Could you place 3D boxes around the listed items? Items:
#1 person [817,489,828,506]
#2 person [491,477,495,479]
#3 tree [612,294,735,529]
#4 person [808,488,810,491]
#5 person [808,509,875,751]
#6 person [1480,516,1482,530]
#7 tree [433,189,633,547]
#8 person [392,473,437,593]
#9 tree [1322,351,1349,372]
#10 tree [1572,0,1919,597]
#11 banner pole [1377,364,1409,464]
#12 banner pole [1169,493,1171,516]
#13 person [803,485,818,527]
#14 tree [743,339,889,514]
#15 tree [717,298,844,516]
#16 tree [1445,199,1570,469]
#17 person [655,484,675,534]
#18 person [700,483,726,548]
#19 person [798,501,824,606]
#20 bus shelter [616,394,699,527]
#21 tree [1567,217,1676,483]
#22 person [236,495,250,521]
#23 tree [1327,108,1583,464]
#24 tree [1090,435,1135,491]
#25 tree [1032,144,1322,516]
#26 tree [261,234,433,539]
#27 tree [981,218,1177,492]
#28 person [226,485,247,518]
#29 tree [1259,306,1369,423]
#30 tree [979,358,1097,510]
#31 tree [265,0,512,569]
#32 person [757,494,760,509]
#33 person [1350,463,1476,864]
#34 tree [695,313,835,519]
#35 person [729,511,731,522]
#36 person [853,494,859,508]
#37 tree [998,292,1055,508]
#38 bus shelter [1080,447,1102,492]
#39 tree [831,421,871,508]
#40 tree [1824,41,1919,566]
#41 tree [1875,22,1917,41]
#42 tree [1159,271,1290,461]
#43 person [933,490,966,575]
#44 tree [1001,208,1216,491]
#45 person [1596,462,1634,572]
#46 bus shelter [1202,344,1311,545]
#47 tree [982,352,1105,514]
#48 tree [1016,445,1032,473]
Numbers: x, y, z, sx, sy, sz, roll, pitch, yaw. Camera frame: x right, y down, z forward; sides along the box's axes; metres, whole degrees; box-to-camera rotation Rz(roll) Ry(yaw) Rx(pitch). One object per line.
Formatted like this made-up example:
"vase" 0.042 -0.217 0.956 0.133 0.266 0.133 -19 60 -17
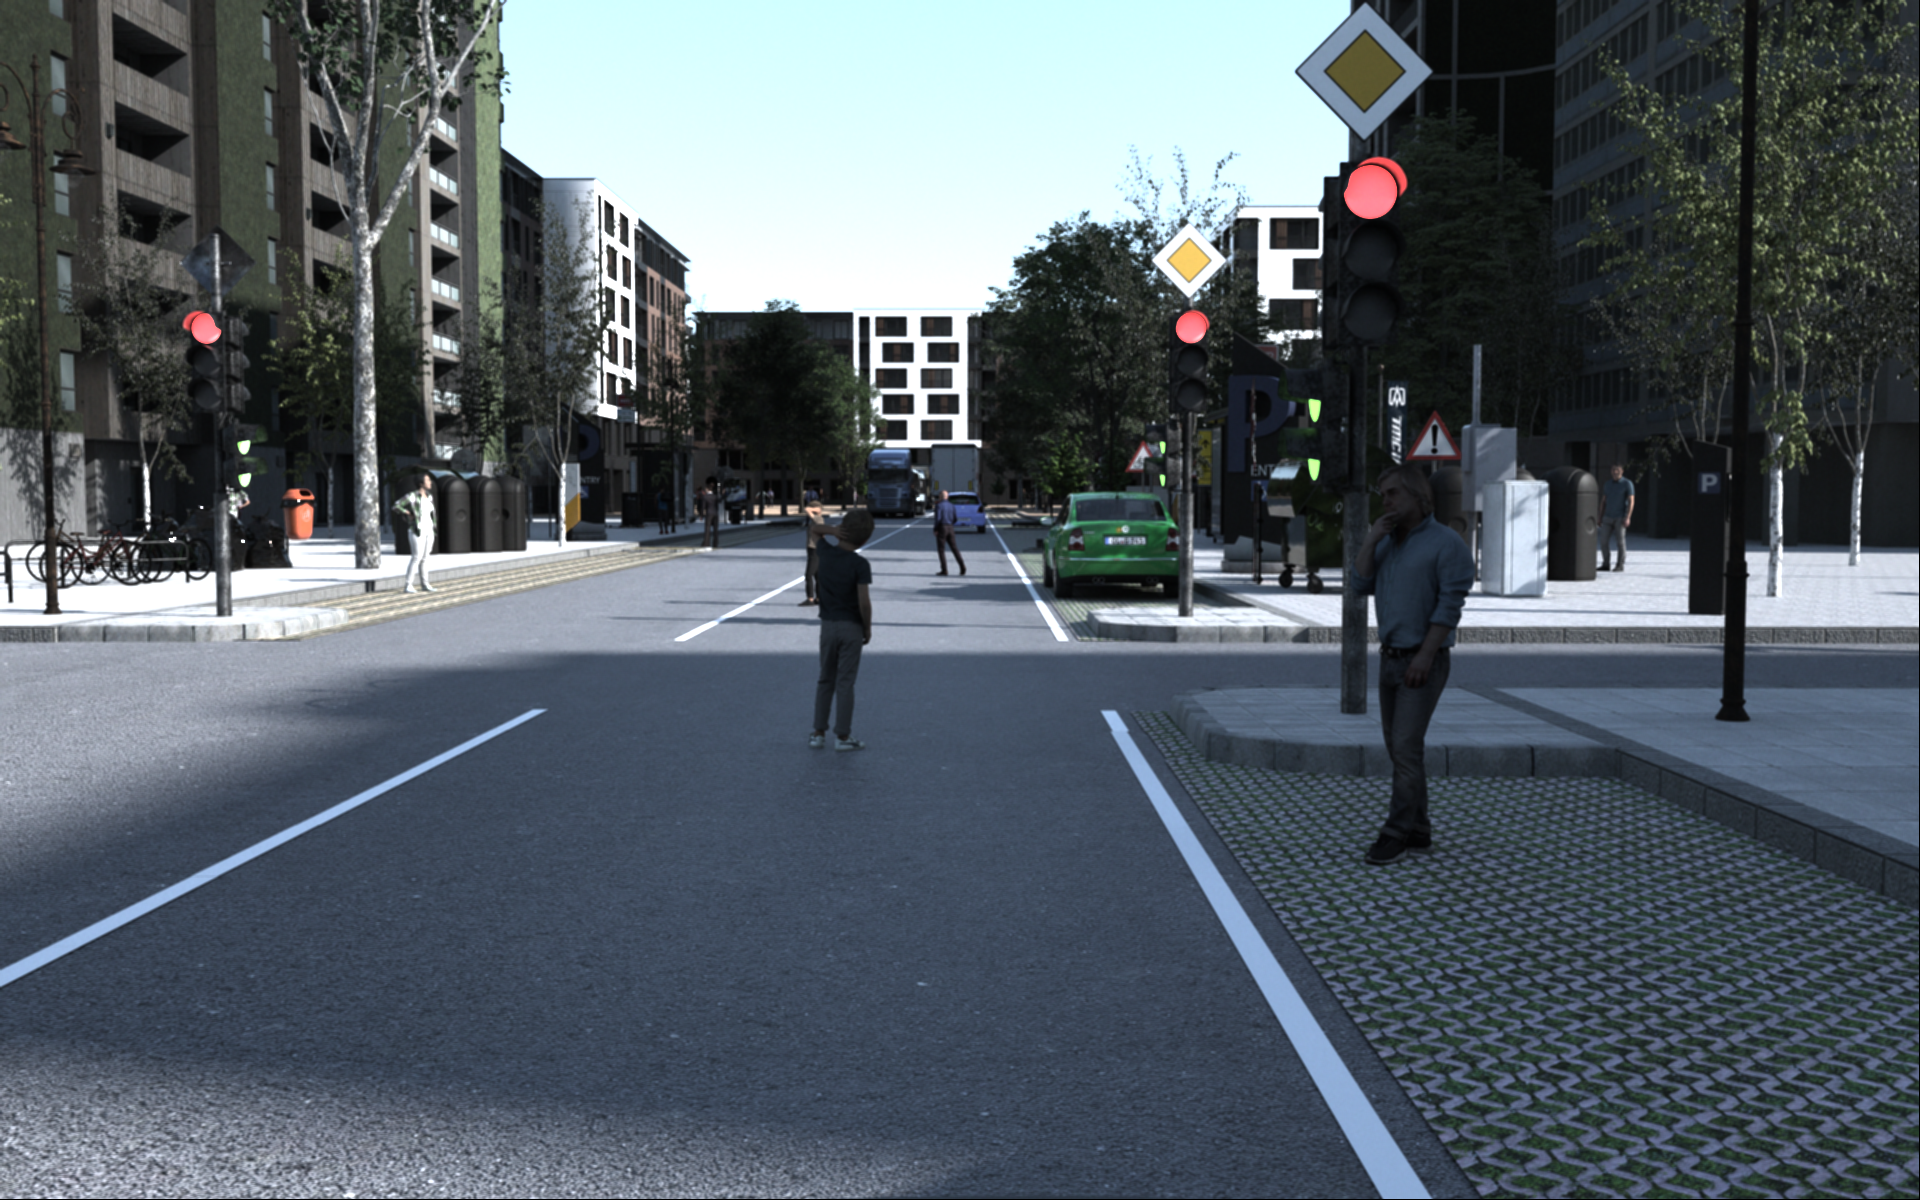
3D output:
"person" -12.050 -8.784 150.480 1.217 1.723 0.721 -1 4 -13
"person" -14.651 -2.955 54.486 0.434 1.807 0.598 3 5 39
"tree" -10.228 -6.910 63.335 4.737 8.622 4.395 0 3 0
"person" -12.619 -8.514 145.250 0.705 1.823 1.348 0 4 -6
"person" -0.678 0.163 9.737 0.435 1.345 0.340 1 4 12
"person" 18.723 -3.365 61.506 0.568 1.767 0.683 0 4 2
"tree" -9.807 -5.596 41.850 4.360 8.622 3.978 0 3 0
"person" -7.865 -0.977 25.204 0.376 1.734 0.841 2 4 27
"tree" 12.552 -6.717 60.178 4.360 8.622 3.978 0 3 0
"tree" 9.967 -4.347 21.442 4.737 8.622 4.395 0 3 0
"banner pole" 8.334 -2.667 33.618 0.863 3.779 0.401 -1 4 -20
"banner pole" 6.918 -4.111 57.239 0.401 3.779 0.863 0 4 -1
"person" -6.510 -4.112 75.608 0.709 1.838 0.599 0 4 -1
"tree" -10.221 -11.405 112.224 9.928 11.665 9.643 0 3 0
"tree" -10.711 -11.182 100.950 7.486 12.596 7.792 0 3 0
"tree" 14.352 -5.737 44.164 4.360 8.622 3.978 0 3 0
"person" -9.472 -2.916 55.583 0.647 1.594 0.662 -1 4 -16
"person" -6.538 -2.232 45.798 0.445 1.727 0.742 2 4 30
"person" -1.913 -0.605 22.297 0.340 1.345 0.435 0 4 -4
"bus shelter" -12.644 -5.778 72.097 2.179 5.291 8.768 0 4 0
"tree" 15.604 -5.260 36.371 4.360 8.622 3.978 0 3 0
"person" -20.637 -2.528 49.584 0.614 1.554 0.590 0 4 7
"tree" 14.589 -8.159 51.523 7.486 12.596 7.792 0 3 0
"tree" 4.945 -3.777 56.359 1.663 3.219 1.824 0 3 0
"tree" 4.415 -5.226 35.806 4.360 8.622 3.978 0 3 0
"tree" -18.120 -6.087 49.890 4.737 8.622 4.395 0 3 0
"tree" 5.816 -10.550 79.141 9.857 13.997 8.962 0 3 0
"person" -16.764 -2.018 39.763 0.376 1.734 0.841 2 4 25
"tree" 13.709 -7.202 68.111 4.737 8.622 4.395 0 3 0
"tree" 6.411 -13.649 140.171 9.611 12.733 9.660 0 3 0
"tree" -8.668 -10.600 29.204 12.611 20.169 13.585 0 3 0
"person" -17.277 -8.818 150.184 0.705 1.831 1.348 -2 4 -30
"person" 1.771 0.238 6.818 0.429 1.552 0.499 0 4 2
"tree" -9.891 -9.428 88.555 7.601 10.594 8.767 -1 4 -23
"person" -9.942 -4.113 75.568 0.482 1.546 0.388 1 4 19
"person" -9.853 -9.653 164.554 0.721 1.739 1.217 2 4 23
"tree" 6.576 -18.573 159.564 12.611 20.169 13.585 0 3 0
"bus shelter" 6.919 -6.036 89.970 1.731 3.624 6.357 0 4 1
"tree" -9.859 -12.820 159.977 4.737 8.622 4.395 0 3 0
"tree" 15.948 -4.931 30.986 4.360 8.622 3.978 0 3 0
"tree" 14.798 -4.632 26.088 4.360 8.622 3.978 0 3 0
"tree" 13.702 -10.386 87.932 7.486 12.596 7.792 0 3 0
"person" -0.224 -1.192 30.690 0.574 1.496 0.600 -1 4 -13
"tree" 5.325 -8.345 62.204 9.928 11.665 9.643 0 3 0
"person" 10.829 -1.378 28.697 0.434 1.807 0.598 -2 4 -26
"bus shelter" 7.440 -4.055 43.927 2.179 5.291 8.768 0 4 1
"tree" 5.530 -10.939 113.262 8.767 10.594 7.601 0 4 6
"tree" 5.835 -11.099 131.830 4.360 8.622 3.978 0 3 0
